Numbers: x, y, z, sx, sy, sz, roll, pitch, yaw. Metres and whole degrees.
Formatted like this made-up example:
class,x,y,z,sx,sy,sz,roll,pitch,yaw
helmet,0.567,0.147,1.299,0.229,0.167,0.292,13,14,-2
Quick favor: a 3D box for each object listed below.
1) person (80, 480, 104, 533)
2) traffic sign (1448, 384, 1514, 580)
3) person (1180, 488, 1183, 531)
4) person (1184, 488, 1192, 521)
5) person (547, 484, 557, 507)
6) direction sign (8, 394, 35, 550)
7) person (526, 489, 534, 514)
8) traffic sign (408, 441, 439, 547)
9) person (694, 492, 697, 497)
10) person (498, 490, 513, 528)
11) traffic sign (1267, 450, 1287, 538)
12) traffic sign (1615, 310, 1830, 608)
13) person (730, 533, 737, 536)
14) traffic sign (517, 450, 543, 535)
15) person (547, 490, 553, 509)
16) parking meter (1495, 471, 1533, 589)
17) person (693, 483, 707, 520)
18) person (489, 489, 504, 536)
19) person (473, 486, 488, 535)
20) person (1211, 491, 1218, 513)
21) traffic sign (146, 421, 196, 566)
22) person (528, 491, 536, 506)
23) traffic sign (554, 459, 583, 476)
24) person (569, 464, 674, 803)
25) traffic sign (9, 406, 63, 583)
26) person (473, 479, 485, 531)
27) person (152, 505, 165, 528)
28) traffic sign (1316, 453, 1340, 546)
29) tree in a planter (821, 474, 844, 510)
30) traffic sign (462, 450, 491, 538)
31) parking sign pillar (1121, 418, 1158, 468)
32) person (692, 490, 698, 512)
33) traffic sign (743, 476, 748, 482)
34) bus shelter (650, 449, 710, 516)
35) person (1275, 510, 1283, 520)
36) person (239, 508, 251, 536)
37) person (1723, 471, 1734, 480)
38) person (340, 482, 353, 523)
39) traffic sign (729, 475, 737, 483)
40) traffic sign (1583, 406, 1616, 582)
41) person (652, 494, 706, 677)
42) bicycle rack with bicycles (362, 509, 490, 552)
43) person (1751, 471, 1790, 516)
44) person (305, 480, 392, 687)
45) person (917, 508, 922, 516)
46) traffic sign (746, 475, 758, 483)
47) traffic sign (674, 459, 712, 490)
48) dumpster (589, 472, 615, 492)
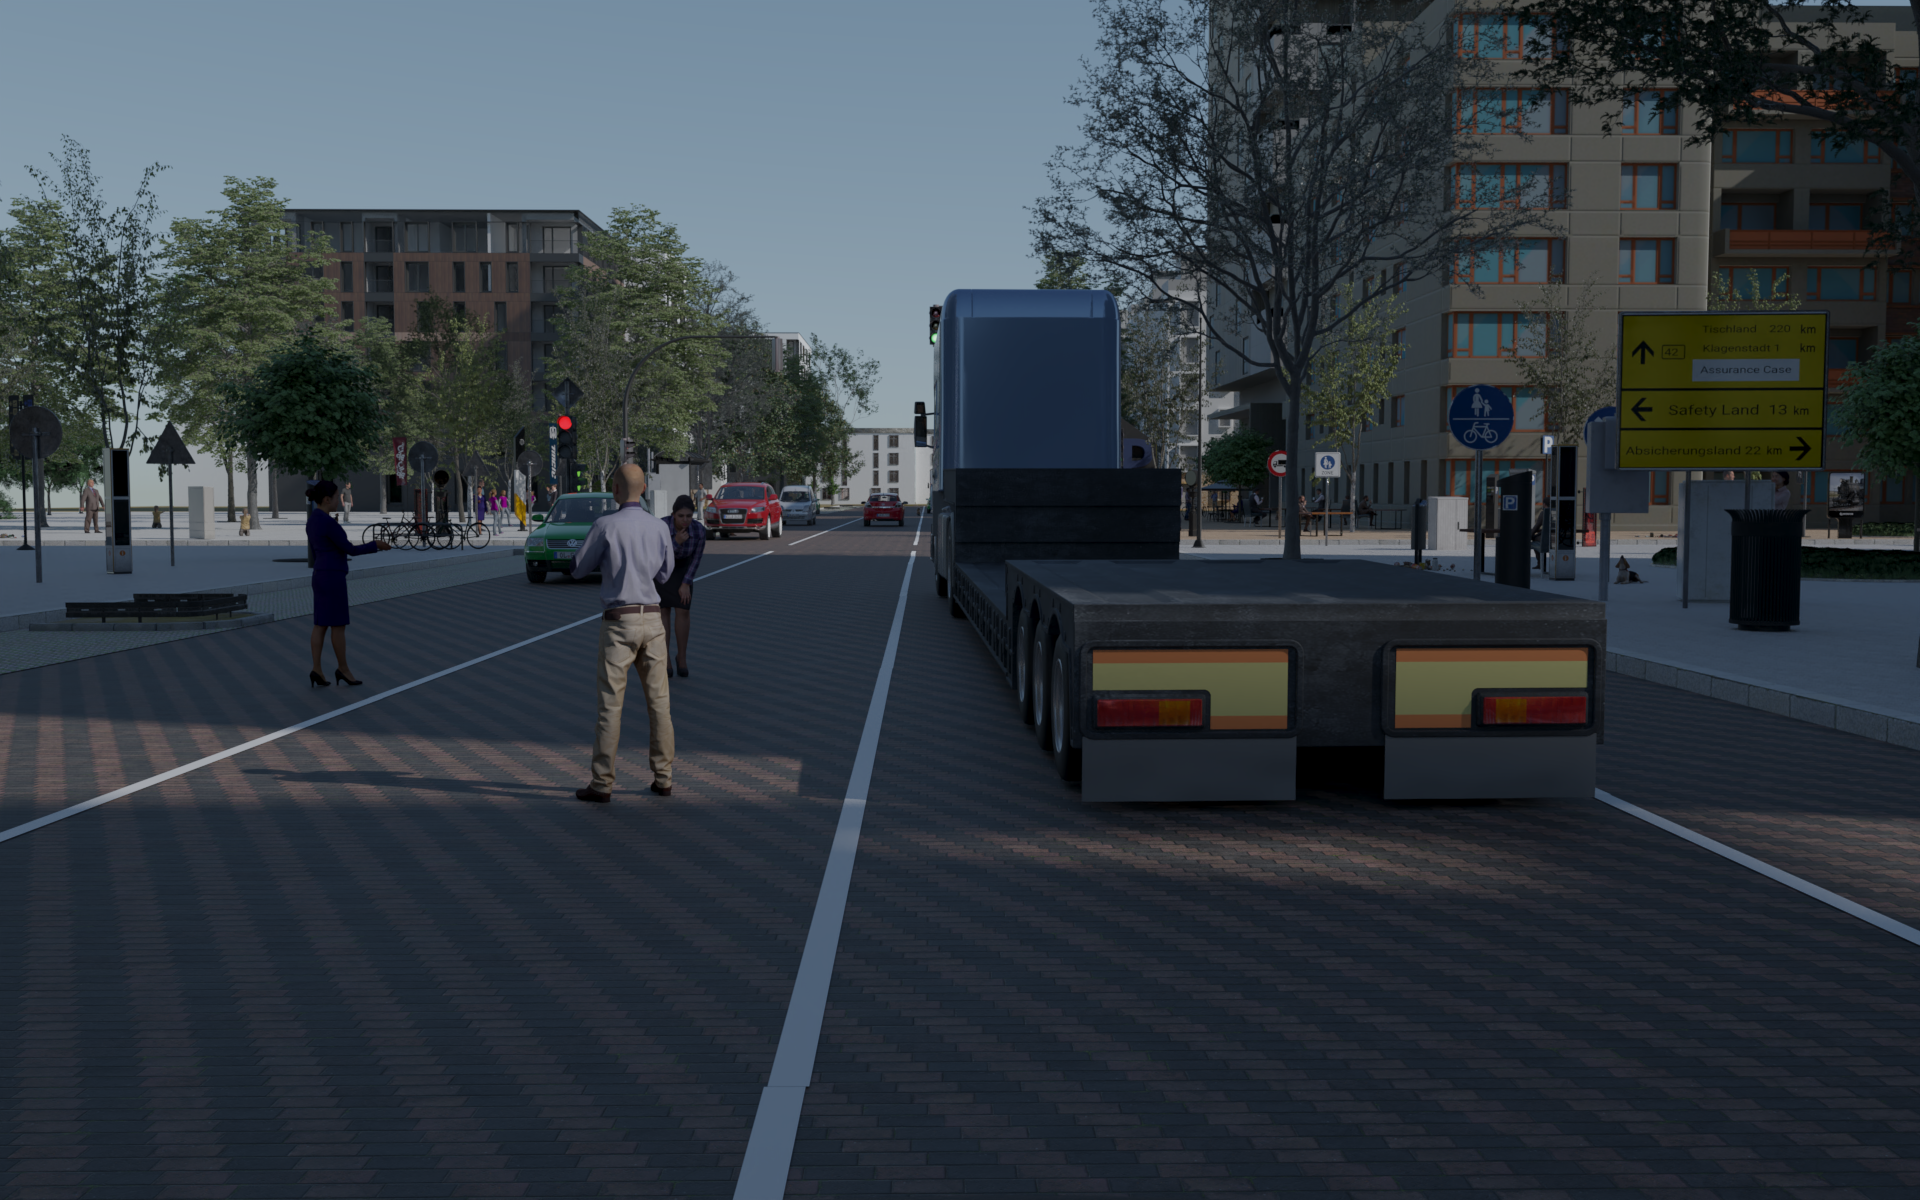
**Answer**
class,x,y,z,sx,sy,sz,roll,pitch,yaw
person,-28.347,-3.061,56.642,0.434,1.755,0.990,1,4,23
traffic sign,6.031,-1.226,20.148,0.768,2.556,0.104,0,4,0
person,7.441,-3.321,60.202,0.599,1.838,0.709,0,4,4
person,10.852,-4.539,82.211,0.435,1.587,0.963,0,4,4
person,-18.448,-4.362,78.166,0.742,1.727,0.445,2,4,29
direction sign,-21.423,-2.912,39.612,0.876,3.537,0.379,2,4,28
person,-28.186,-6.484,113.511,0.566,1.644,0.517,2,4,24
traffic sign,-12.986,-2.556,41.901,0.768,2.556,0.104,0,4,6
person,-21.807,-8.491,144.948,0.705,1.814,1.350,3,4,37
person,-17.219,-3.458,65.810,0.776,1.435,0.726,2,4,30
traffic sign,9.291,-3.066,50.240,0.768,2.556,0.104,0,4,5
traffic sign,8.464,-1.556,19.313,2.265,3.308,0.079,0,4,5
person,-7.769,-2.979,59.481,0.388,1.546,0.482,2,4,29
traffic sign,-12.514,-3.075,50.388,0.768,2.556,0.104,0,4,7
person,-24.739,-5.899,104.708,0.429,1.552,0.499,-1,4,-21
parking meter,6.022,-0.638,18.849,0.372,1.533,0.369,0,3,0
person,-12.743,-4.803,84.712,0.875,1.805,0.789,2,4,33
person,-14.174,-2.685,53.183,0.726,1.435,0.776,3,5,40
person,-15.003,-2.807,54.306,0.546,1.535,0.453,3,5,40
person,15.485,-5.947,105.341,0.319,1.574,0.516,-3,4,-37
traffic sign,-14.004,-1.880,30.735,0.884,2.594,0.081,0,4,1
person,-24.258,-5.411,97.752,0.726,1.435,0.776,1,4,21
traffic sign,-11.428,-3.093,50.566,0.884,2.594,0.081,0,4,7
person,-1.577,0.146,8.171,0.516,1.574,0.319,-2,4,-29
traffic sign,-13.332,-1.523,25.001,0.768,2.556,0.104,0,4,1
person,-16.792,-3.332,60.655,0.434,1.807,0.598,2,4,24
person,-30.254,-3.140,65.312,0.347,0.859,0.695,-1,4,-10
traffic sign,9.059,-2.485,42.756,0.606,2.300,0.079,0,4,6
tree in a planter,-11.202,-9.435,151.484,1.991,3.239,1.994,0,4,-1
traffic sign,-14.205,-3.110,50.857,0.884,2.594,0.081,0,4,7
parking sign pillar,6.247,-4.419,60.723,1.447,3.967,1.447,0,4,-4
person,-19.204,-7.311,126.384,0.742,1.727,0.445,0,4,-4
traffic sign,-14.591,-7.313,119.673,0.768,2.556,0.104,0,4,2
bus shelter,-12.891,-5.270,80.085,2.014,3.302,5.546,0,4,-1
person,15.578,-4.160,84.530,0.357,0.543,0.381,-1,4,-22
person,-21.867,-2.384,52.944,0.347,0.859,0.695,-2,4,-25
person,16.243,-1.868,36.721,0.598,1.807,0.434,-2,4,-32
person,-26.943,-4.280,76.154,0.434,1.807,0.598,2,4,35
traffic sign,-15.844,-7.370,120.508,0.884,2.594,0.081,0,4,4
traffic sign,9.447,-1.537,25.234,0.768,2.556,0.104,0,4,6
person,-2.203,-0.107,13.483,0.421,1.427,0.697,-2,4,-24
bicycle rack with bicycles,-12.334,-1.624,39.940,2.925,0.926,2.852,-1,4,-23
person,11.400,-1.037,24.454,0.566,1.644,0.517,1,4,21
person,-4.622,-0.129,12.975,0.453,1.535,0.546,2,4,27
person,-2.686,-5.789,113.618,0.357,0.543,0.381,0,4,-7
traffic sign,-14.149,-7.197,117.778,0.768,2.556,0.104,0,4,0
traffic sign,-15.328,-6.445,99.248,2.265,3.308,0.079,0,4,0
dumpster,-15.186,-4.444,75.150,1.502,2.255,1.985,0,4,-1
